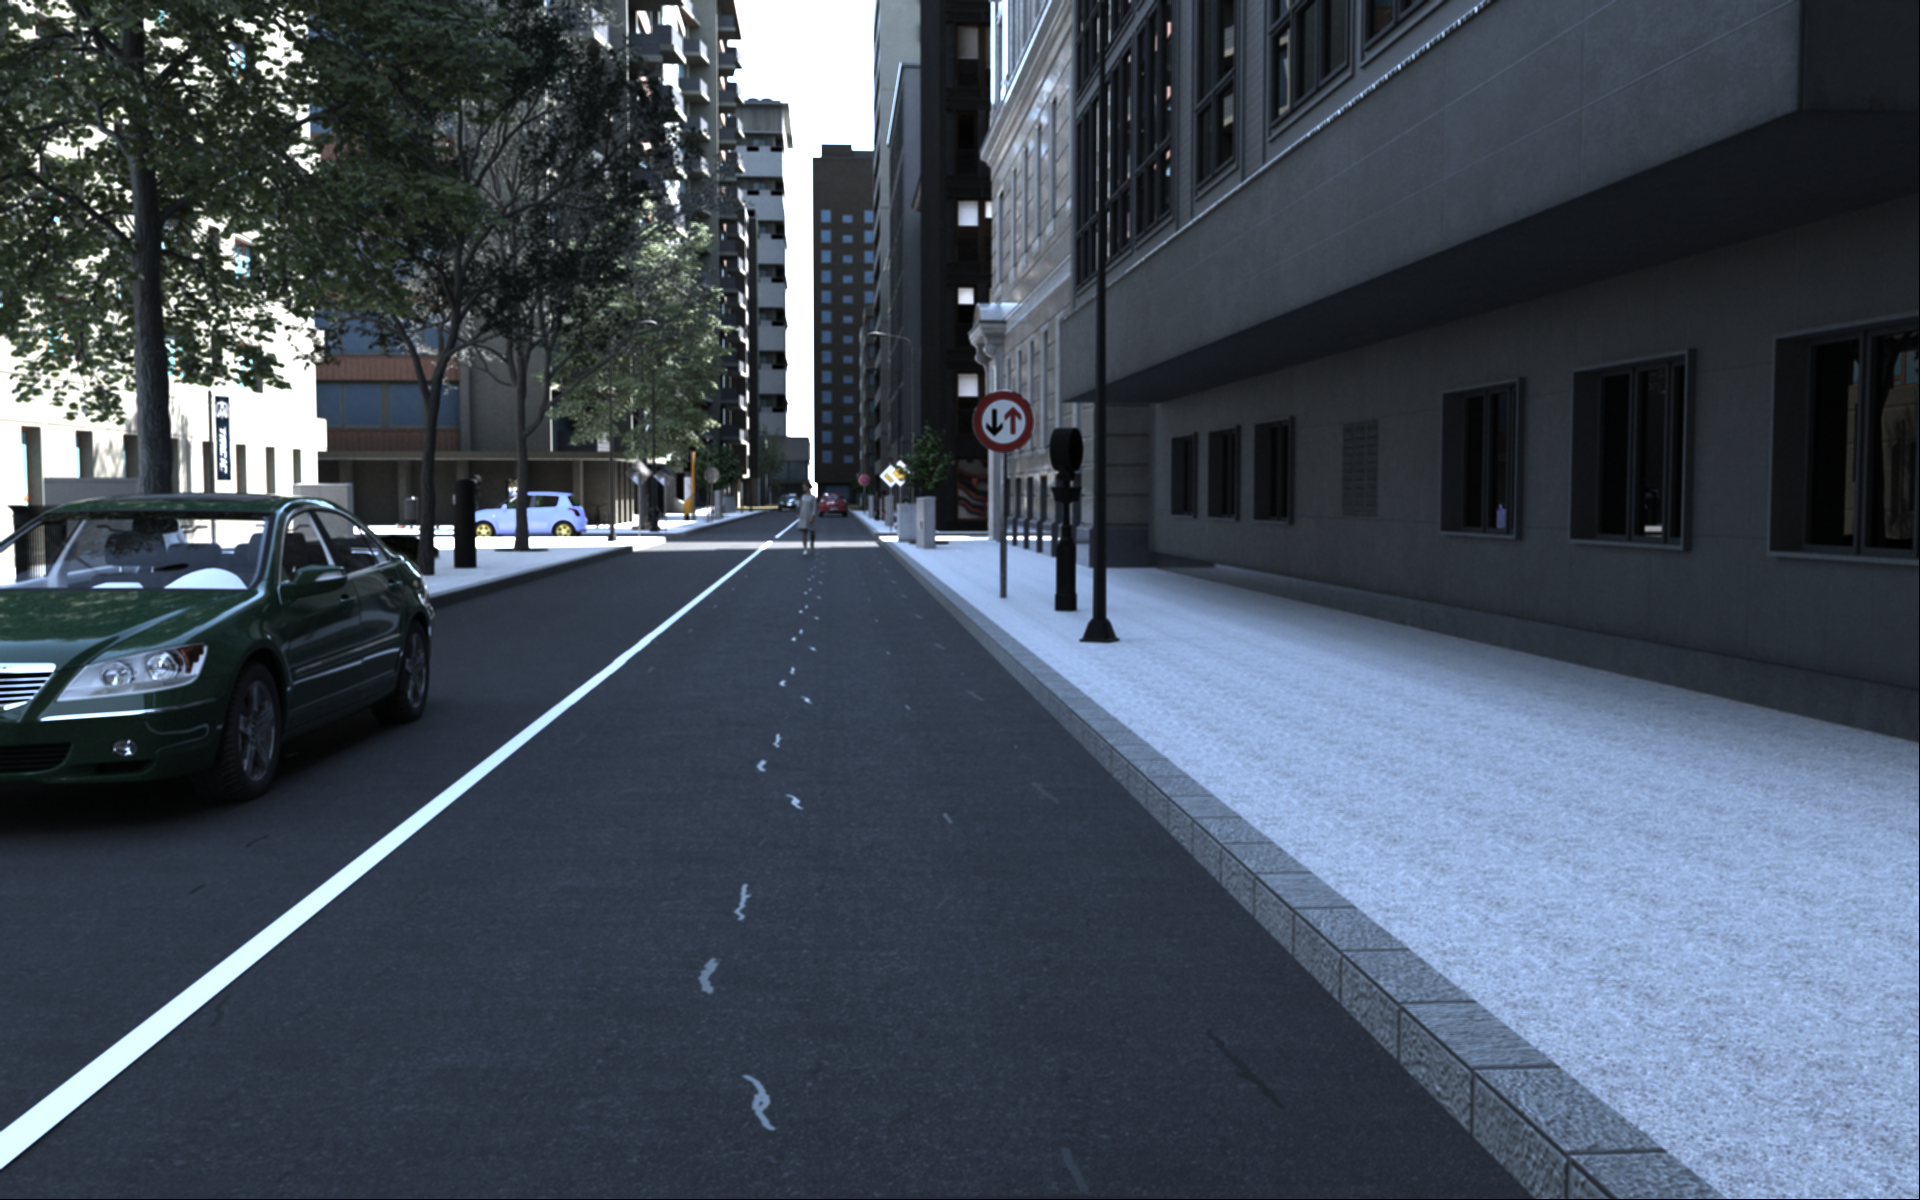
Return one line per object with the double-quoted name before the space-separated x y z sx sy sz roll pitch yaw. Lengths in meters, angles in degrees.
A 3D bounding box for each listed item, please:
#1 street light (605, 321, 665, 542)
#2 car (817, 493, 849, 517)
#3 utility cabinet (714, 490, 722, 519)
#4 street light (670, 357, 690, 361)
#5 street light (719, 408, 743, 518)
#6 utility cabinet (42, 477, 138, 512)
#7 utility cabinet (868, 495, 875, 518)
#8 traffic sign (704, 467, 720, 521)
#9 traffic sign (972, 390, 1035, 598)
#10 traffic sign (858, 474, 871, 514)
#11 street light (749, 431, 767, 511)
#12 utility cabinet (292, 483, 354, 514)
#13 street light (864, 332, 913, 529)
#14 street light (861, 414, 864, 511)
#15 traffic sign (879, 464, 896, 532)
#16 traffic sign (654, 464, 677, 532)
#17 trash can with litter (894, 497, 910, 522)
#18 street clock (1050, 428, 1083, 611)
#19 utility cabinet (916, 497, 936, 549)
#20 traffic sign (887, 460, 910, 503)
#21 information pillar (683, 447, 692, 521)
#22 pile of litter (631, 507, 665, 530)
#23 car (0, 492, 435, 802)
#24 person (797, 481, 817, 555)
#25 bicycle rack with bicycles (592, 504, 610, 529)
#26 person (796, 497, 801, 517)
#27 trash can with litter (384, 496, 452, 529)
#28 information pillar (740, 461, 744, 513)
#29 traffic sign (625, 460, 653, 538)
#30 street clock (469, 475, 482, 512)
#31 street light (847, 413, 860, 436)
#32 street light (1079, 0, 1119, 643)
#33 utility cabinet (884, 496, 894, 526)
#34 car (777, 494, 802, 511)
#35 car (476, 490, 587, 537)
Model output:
"street light" -8.835 -4.528 46.572 1.470 5.913 1.316 0 4 -4
"car" -8.153 -6.227 110.853 2.155 1.783 4.494 0 4 -6
"utility cabinet" -12.338 -4.863 88.185 0.318 1.500 1.173 0 4 -3
"street light" -9.850 -5.274 58.778 1.470 5.913 1.316 0 4 -4
"street light" -12.419 -7.408 93.668 1.470 5.913 1.316 0 4 -4
"utility cabinet" -11.734 -0.904 23.455 1.173 1.500 0.318 -2 4 -30
"utility cabinet" -4.745 -5.026 93.344 0.306 1.237 1.020 0 4 3
"traffic sign" -11.733 -4.998 81.829 0.768 2.556 0.104 0 4 3
"traffic sign" 0.538 -1.299 21.348 0.768 2.556 0.104 0 4 3
"traffic sign" -6.059 -6.717 109.926 0.768 2.556 0.104 0 4 -4
"street light" -14.971 -9.531 128.371 1.470 5.913 1.316 0 4 -4
"utility cabinet" -13.222 -1.668 35.957 1.173 1.500 0.318 0 4 3
"street light" -1.948 -4.733 49.931 1.470 5.913 1.316 0 4 -4
"street light" -2.783 -5.574 63.675 1.470 5.913 1.316 0 4 -4
"traffic sign" -2.341 -3.360 58.581 0.795 2.450 0.064 0 4 -4
"traffic sign" -9.866 -3.327 58.043 0.795 2.450 0.064 0 4 -4
"trash can with litter" -2.705 -4.095 78.346 1.055 1.170 0.624 2 4 25
"street clock" 1.166 -0.883 19.014 0.358 2.002 0.471 2 4 24
"utility cabinet" -0.816 -1.826 41.019 0.306 1.237 1.020 -1 4 -12
"traffic sign" -1.747 -2.873 50.618 0.795 2.450 0.064 0 4 -4
"information pillar" -13.043 -5.617 83.200 0.504 3.616 0.183 -2 4 -25
"pile of litter" -11.158 -2.925 61.794 1.176 0.858 1.719 -1 4 -15
"car" -4.268 0.138 9.543 2.131 1.459 4.920 0 4 -3
"person" -3.624 -1.953 41.178 0.466 1.731 0.760 0 4 -1
"bicycle rack with bicycles" -14.088 -3.102 64.092 2.852 0.926 2.925 -1 4 -16
"person" -10.075 -5.798 107.989 0.352 1.250 0.332 -1 4 -12
"trash can with litter" -19.786 -3.202 63.418 2.233 1.210 1.678 0 4 7
"information pillar" -15.149 -7.887 120.302 0.183 3.616 0.504 0 4 -3
"traffic sign" -9.272 -2.840 50.080 0.795 2.450 0.064 0 4 -4
"street clock" -18.440 -3.756 65.979 0.471 2.002 0.358 3 4 36
"street light" -5.535 -7.723 98.817 1.470 5.913 1.316 0 4 -4
"street light" 0.677 -2.591 14.900 1.470 5.913 1.316 0 4 -4
"utility cabinet" -2.847 -3.563 69.422 0.306 1.237 1.020 0 4 -7
"car" -14.548 -8.301 147.511 2.131 1.459 4.920 0 4 -5
"car" -13.323 -2.659 53.059 3.694 1.707 1.945 0 4 -4
